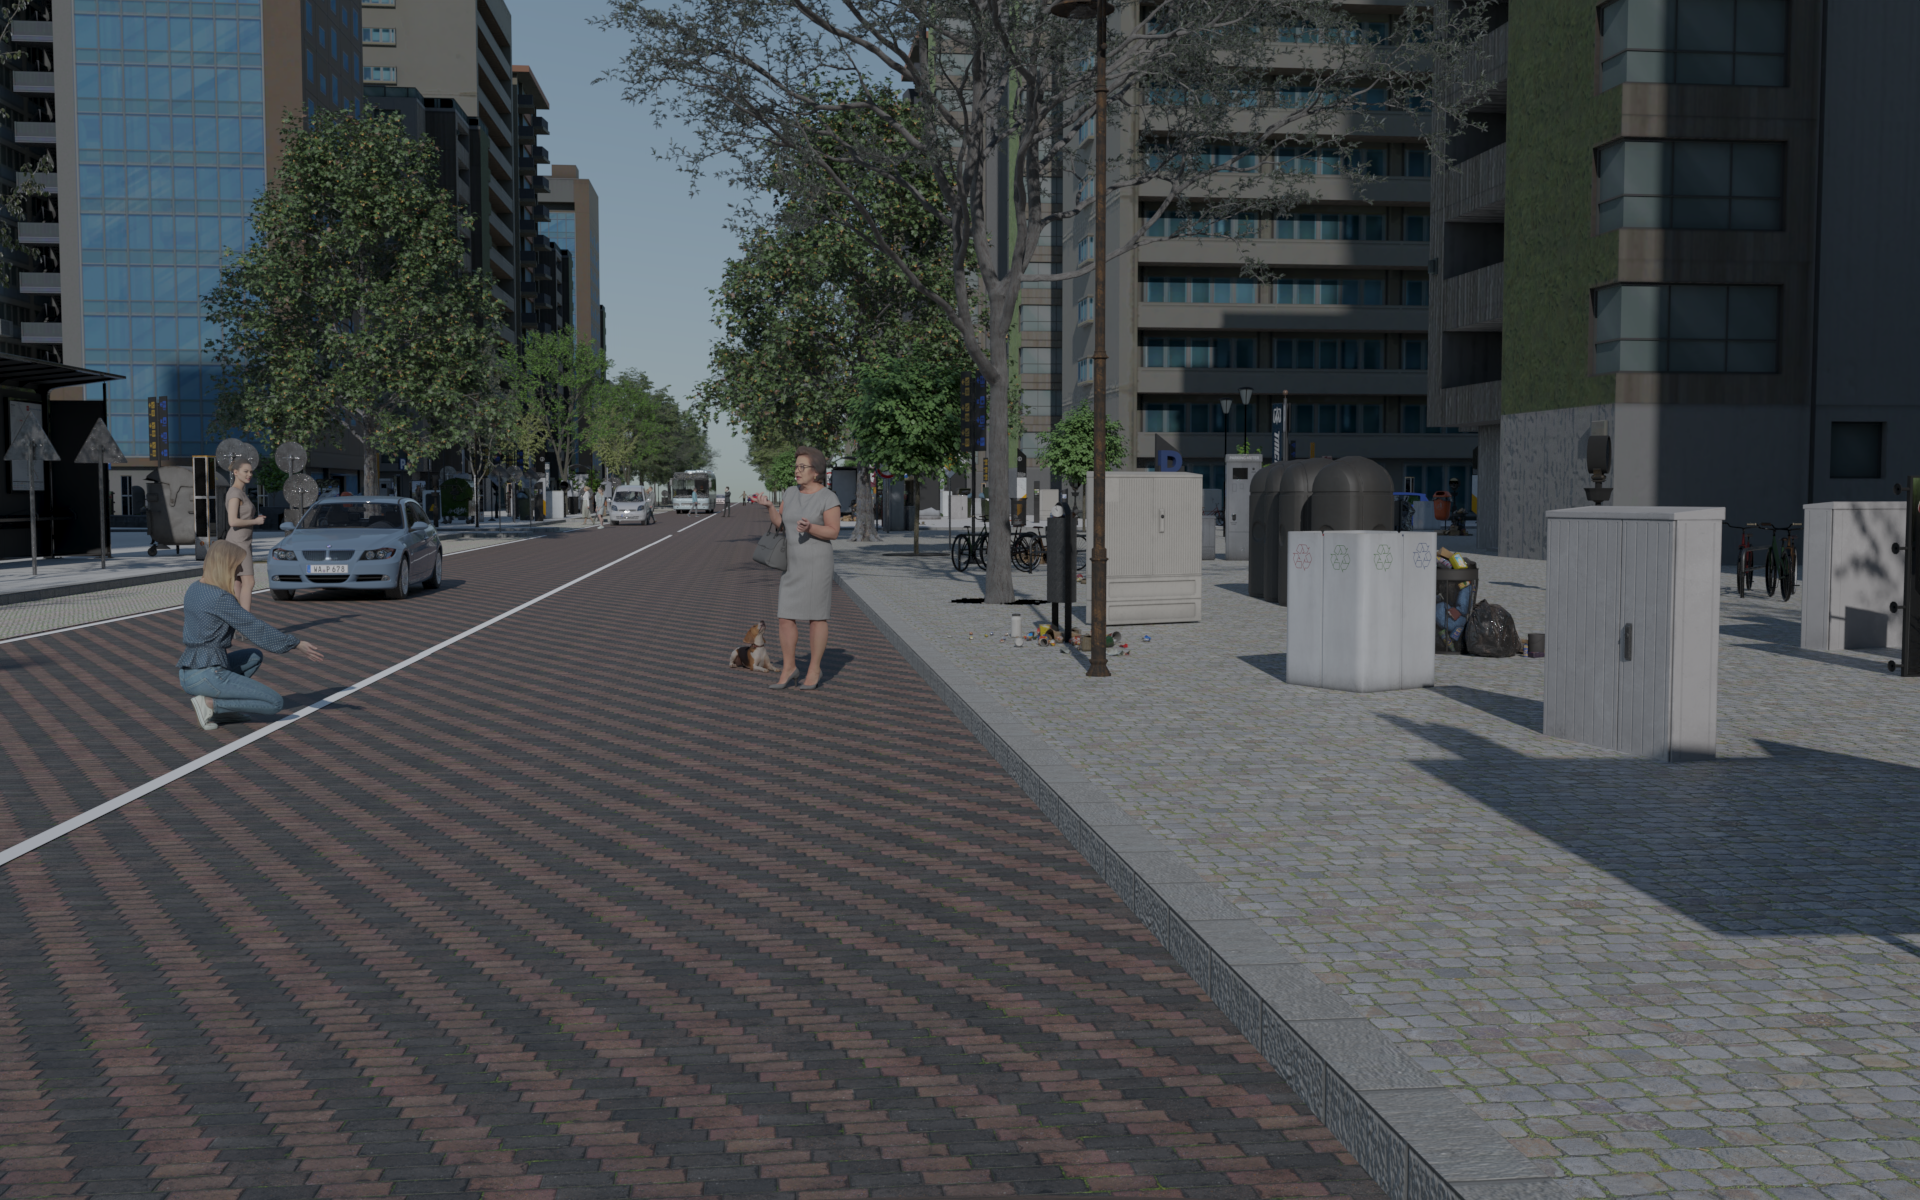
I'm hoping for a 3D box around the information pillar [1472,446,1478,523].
[{"bbox_3d":[22.692,-5.167,75.831,0.504,3.616,0.183,2,4,25],"label":"information pillar"}]

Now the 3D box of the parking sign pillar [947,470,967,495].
[{"bbox_3d":[-0.205,-7.901,117.647,1.447,3.967,1.447,1,4,21],"label":"parking sign pillar"}]

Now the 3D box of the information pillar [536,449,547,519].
[{"bbox_3d":[-21.441,-5.949,88.626,0.504,3.616,0.183,-1,4,-19],"label":"information pillar"}]

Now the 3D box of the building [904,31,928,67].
[{"bbox_3d":[5.894,-31.222,165.102,22.147,44.769,28.867,0,4,-7],"label":"building"}]

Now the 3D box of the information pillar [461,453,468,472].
[{"bbox_3d":[-28.282,-6.582,98.967,0.504,3.616,0.183,2,4,31],"label":"information pillar"}]

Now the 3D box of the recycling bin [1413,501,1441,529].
[{"bbox_3d":[16.697,-3.020,61.926,0.722,1.027,0.722,-1,4,-19],"label":"recycling bin"}]

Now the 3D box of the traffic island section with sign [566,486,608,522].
[{"bbox_3d":[-19.059,-4.887,88.536,1.989,1.847,2.006,0,4,-7],"label":"traffic island section with sign"}]

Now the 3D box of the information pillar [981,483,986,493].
[{"bbox_3d":[1.601,-6.997,118.887,0.304,2.012,0.304,-1,4,-12],"label":"information pillar"}]

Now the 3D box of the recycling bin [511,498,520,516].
[{"bbox_3d":[-26.250,-5.530,102.972,0.722,1.027,0.722,2,4,25],"label":"recycling bin"}]

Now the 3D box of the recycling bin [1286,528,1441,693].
[{"bbox_3d":[2.684,0.058,11.602,0.722,1.027,0.722,-2,4,-33],"label":"recycling bin"}]

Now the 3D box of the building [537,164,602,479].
[{"bbox_3d":[-57.233,-36.003,238.763,14.600,45.320,14.200,0,4,-7],"label":"building"}]

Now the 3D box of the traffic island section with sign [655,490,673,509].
[{"bbox_3d":[-28.025,-9.552,164.802,1.989,1.847,2.006,0,4,-7],"label":"traffic island section with sign"}]

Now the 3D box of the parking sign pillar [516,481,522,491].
[{"bbox_3d":[-34.612,-9.007,135.733,1.447,3.967,1.447,0,4,-5],"label":"parking sign pillar"}]

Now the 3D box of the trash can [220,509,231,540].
[{"bbox_3d":[-17.261,-1.796,41.024,0.748,1.137,0.748,0,3,0],"label":"trash can"}]

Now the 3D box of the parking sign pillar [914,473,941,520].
[{"bbox_3d":[-1.670,-6.059,87.541,1.447,3.967,1.447,1,4,10],"label":"parking sign pillar"}]

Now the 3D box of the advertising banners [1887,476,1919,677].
[{"bbox_3d":[7.545,-0.979,12.189,2.074,3.025,0.090,-1,4,-8],"label":"advertising banners"}]

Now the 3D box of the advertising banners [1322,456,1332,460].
[{"bbox_3d":[17.288,-5.023,78.309,2.074,3.025,0.090,3,4,38],"label":"advertising banners"}]

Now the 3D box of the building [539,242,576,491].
[{"bbox_3d":[-51.393,-25.928,195.620,14.160,30.474,14.107,0,4,-7],"label":"building"}]

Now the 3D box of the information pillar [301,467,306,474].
[{"bbox_3d":[-30.031,-5.376,79.248,0.183,3.616,0.504,0,4,-8],"label":"information pillar"}]

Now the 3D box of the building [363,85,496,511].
[{"bbox_3d":[-42.229,-21.673,126.050,14.160,30.474,14.107,0,4,-7],"label":"building"}]

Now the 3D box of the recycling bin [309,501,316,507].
[{"bbox_3d":[-33.051,-4.596,87.697,0.722,1.027,0.722,-3,5,-41],"label":"recycling bin"}]

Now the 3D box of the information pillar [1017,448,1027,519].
[{"bbox_3d":[3.109,-5.883,87.545,0.504,3.616,0.183,1,4,16],"label":"information pillar"}]

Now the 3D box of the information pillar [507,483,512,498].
[{"bbox_3d":[-30.898,-6.988,118.751,0.304,2.012,0.304,-2,4,-27],"label":"information pillar"}]

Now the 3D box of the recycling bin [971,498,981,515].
[{"bbox_3d":[0.803,-5.614,104.349,0.722,1.027,0.722,3,4,38],"label":"recycling bin"}]

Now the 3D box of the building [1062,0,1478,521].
[{"bbox_3d":[16.544,-28.572,90.859,21.600,48.544,21.300,0,4,-7],"label":"building"}]

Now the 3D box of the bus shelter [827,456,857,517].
[{"bbox_3d":[-6.189,-6.192,95.166,2.014,3.302,5.546,0,4,-7],"label":"bus shelter"}]

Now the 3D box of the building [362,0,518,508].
[{"bbox_3d":[-50.410,-32.074,148.119,21.300,48.544,21.600,0,4,-7],"label":"building"}]

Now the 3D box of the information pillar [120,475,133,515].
[{"bbox_3d":[-32.712,-3.884,67.999,0.304,2.012,0.304,0,4,1],"label":"information pillar"}]

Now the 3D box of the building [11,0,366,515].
[{"bbox_3d":[-41.251,-27.185,94.582,14.600,45.320,14.200,0,4,-7],"label":"building"}]

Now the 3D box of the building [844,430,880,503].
[{"bbox_3d":[-3.371,-25.714,265.456,27.650,21.520,28.899,0,4,-7],"label":"building"}]

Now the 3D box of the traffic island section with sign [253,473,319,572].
[{"bbox_3d":[-12.502,-1.469,32.644,1.989,1.847,2.006,0,4,-7],"label":"traffic island section with sign"}]

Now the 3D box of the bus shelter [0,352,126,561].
[{"bbox_3d":[-17.098,-2.458,31.466,1.731,3.624,6.357,0,4,-7],"label":"bus shelter"}]

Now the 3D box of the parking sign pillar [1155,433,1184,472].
[{"bbox_3d":[9.328,-5.421,77.100,1.447,3.967,1.447,-2,4,-24],"label":"parking sign pillar"}]

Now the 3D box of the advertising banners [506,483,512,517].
[{"bbox_3d":[-25.424,-6.213,97.777,0.090,3.025,2.074,-1,4,-23],"label":"advertising banners"}]

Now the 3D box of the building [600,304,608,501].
[{"bbox_3d":[-59.316,-29.449,253.196,14.160,30.474,14.107,0,4,-7],"label":"building"}]

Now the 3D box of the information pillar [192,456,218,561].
[{"bbox_3d":[-14.504,-1.761,33.289,0.304,2.012,0.304,0,4,7],"label":"information pillar"}]

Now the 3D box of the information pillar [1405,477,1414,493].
[{"bbox_3d":[19.431,-4.308,74.921,0.304,2.012,0.304,3,5,40],"label":"information pillar"}]

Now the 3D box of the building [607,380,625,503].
[{"bbox_3d":[-68.259,-26.253,274.269,27.650,21.520,28.899,0,4,-7],"label":"building"}]

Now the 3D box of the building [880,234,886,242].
[{"bbox_3d":[1.588,-33.003,194.226,22.147,44.769,28.867,0,4,-7],"label":"building"}]

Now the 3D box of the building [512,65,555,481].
[{"bbox_3d":[-52.988,-31.730,173.403,22.147,44.769,28.867,0,4,-7],"label":"building"}]

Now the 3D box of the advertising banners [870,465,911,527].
[{"bbox_3d":[-2.823,-4.357,67.429,2.074,3.025,0.090,2,4,28],"label":"advertising banners"}]

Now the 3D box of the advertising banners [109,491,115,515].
[{"bbox_3d":[-38.645,-5.004,78.005,2.074,3.025,0.090,3,4,36],"label":"advertising banners"}]

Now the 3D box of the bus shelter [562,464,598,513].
[{"bbox_3d":[-26.186,-7.699,119.794,2.014,3.302,5.546,0,4,-7],"label":"bus shelter"}]

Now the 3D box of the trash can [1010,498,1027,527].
[{"bbox_3d":[2.292,-3.428,67.700,0.748,1.137,0.748,0,3,0],"label":"trash can"}]

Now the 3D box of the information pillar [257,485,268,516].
[{"bbox_3d":[-28.803,-4.103,71.576,0.304,2.012,0.304,1,4,11],"label":"information pillar"}]

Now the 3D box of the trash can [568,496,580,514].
[{"bbox_3d":[-24.345,-5.961,109.114,0.748,1.137,0.748,0,3,0],"label":"trash can"}]

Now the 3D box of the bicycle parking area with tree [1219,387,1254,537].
[{"bbox_3d":[7.628,-3.797,49.089,9.016,4.147,8.231,1,4,16],"label":"bicycle parking area with tree"}]

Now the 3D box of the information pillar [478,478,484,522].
[{"bbox_3d":[-22.187,-4.613,79.913,0.304,2.012,0.304,2,4,30],"label":"information pillar"}]

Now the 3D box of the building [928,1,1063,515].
[{"bbox_3d":[4.421,-27.420,131.909,14.154,41.232,14.086,0,4,-7],"label":"building"}]
